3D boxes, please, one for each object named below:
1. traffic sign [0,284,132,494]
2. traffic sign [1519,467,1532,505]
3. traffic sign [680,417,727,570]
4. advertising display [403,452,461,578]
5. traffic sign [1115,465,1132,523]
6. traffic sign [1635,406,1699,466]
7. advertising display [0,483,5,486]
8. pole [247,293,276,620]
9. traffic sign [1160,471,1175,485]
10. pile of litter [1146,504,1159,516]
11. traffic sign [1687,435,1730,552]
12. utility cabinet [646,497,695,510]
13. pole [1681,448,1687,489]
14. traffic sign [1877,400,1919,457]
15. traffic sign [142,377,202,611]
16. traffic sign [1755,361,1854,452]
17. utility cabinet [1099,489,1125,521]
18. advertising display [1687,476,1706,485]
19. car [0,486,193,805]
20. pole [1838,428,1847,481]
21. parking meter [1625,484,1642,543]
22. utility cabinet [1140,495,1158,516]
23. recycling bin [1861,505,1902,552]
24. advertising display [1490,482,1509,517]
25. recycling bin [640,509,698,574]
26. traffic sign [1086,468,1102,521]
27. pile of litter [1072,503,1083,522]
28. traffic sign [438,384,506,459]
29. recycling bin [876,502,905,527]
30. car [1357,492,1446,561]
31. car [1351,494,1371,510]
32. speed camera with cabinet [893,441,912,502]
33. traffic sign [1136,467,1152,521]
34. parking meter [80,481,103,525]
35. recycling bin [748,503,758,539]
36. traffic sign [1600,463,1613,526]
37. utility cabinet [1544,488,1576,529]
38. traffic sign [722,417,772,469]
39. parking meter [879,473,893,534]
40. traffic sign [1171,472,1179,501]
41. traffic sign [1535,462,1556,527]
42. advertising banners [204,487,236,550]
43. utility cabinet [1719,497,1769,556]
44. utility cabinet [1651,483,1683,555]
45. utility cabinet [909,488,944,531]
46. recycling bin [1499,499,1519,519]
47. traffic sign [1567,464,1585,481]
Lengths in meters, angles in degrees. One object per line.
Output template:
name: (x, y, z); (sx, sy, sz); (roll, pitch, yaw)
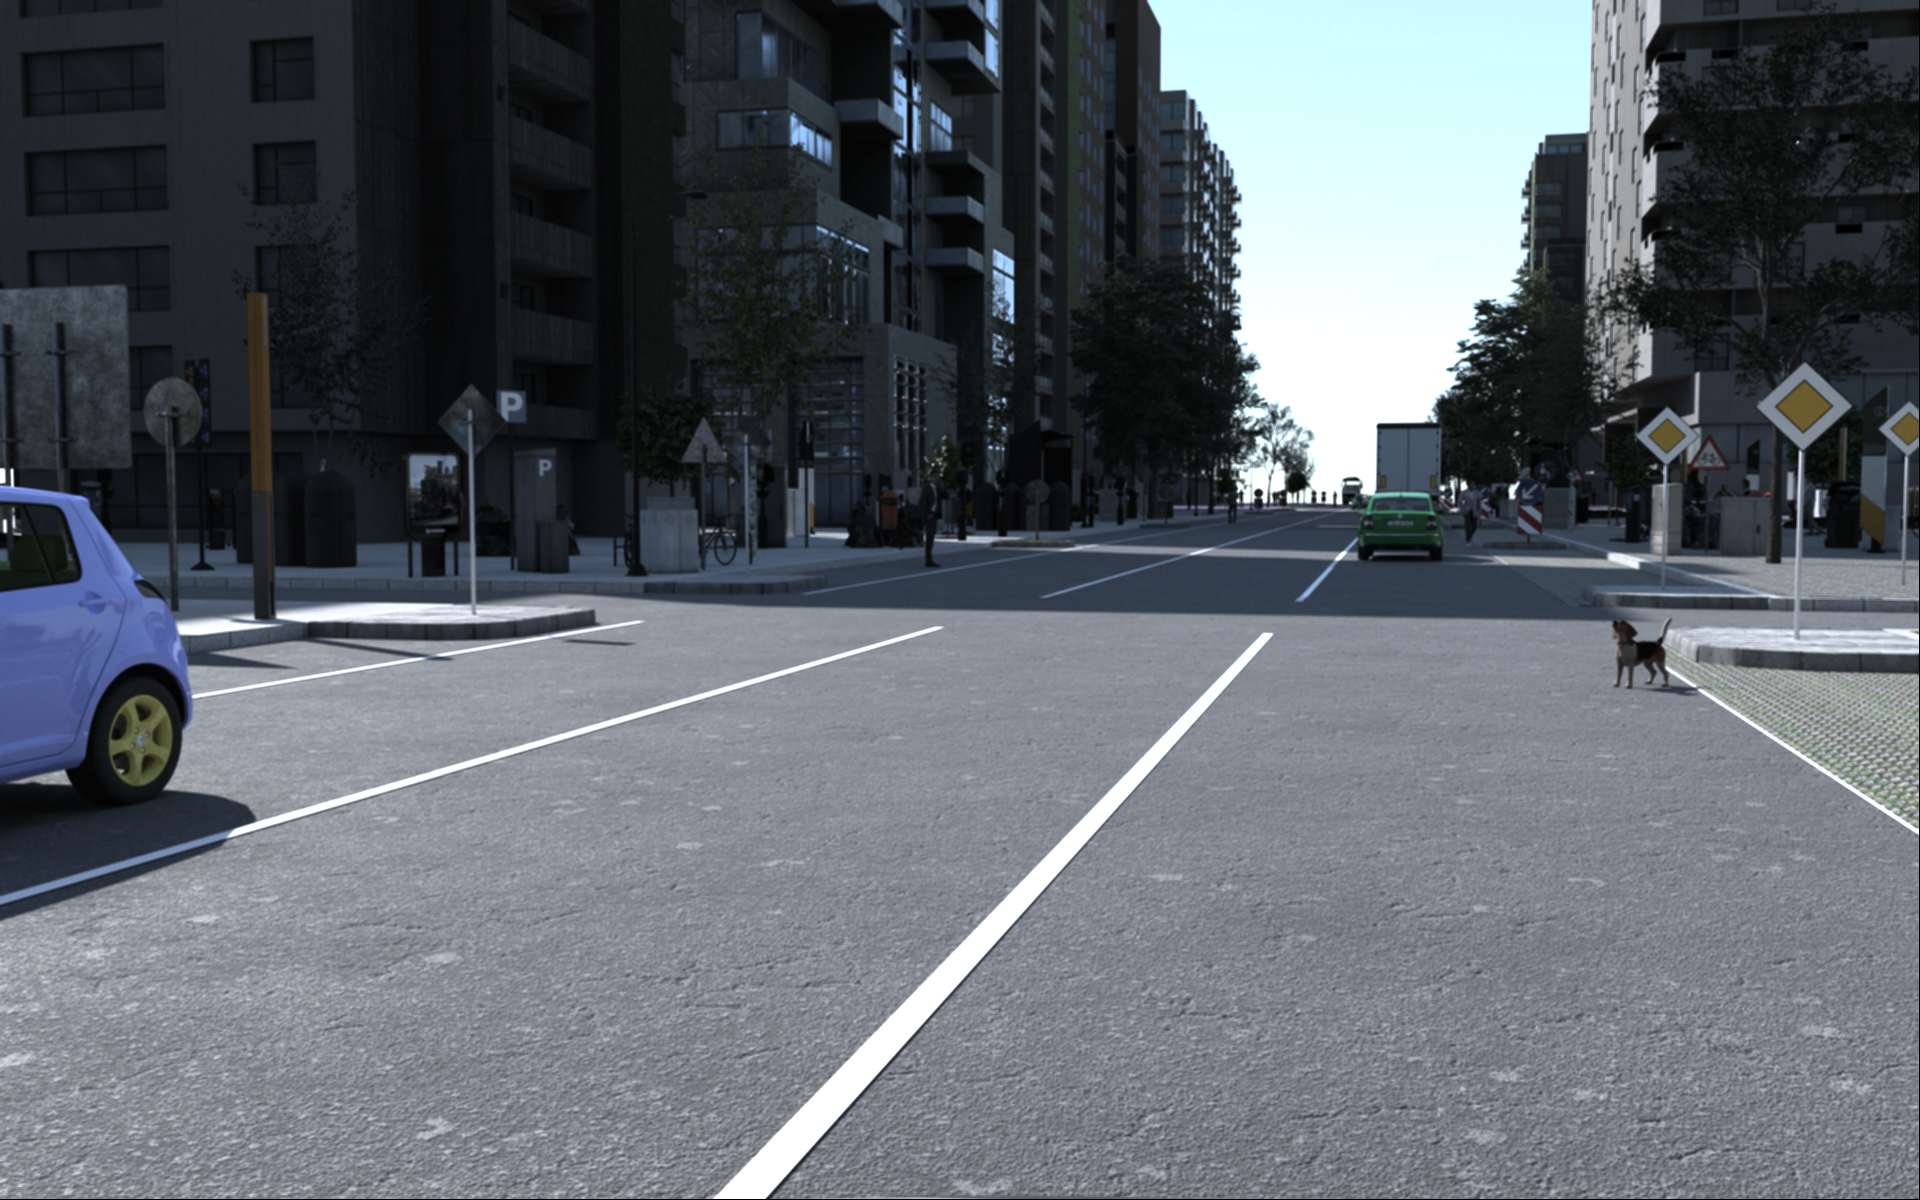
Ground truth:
traffic sign: (-9.172, -1.424, 17.153); (2.265, 3.308, 0.079); (1, 4, 16)
traffic sign: (26.501, -4.939, 80.861); (0.768, 2.556, 0.104); (1, 4, 21)
traffic sign: (-4.333, -1.787, 29.214); (0.884, 2.594, 0.081); (1, 4, 20)
advertising display: (-8.188, -1.326, 26.886); (0.123, 1.923, 0.974); (3, 4, 36)
traffic sign: (7.265, -4.702, 76.983); (0.768, 2.556, 0.104); (1, 4, 19)
traffic sign: (9.367, -1.269, 22.946); (0.795, 2.593, 0.064); (1, 4, 14)
advertising display: (-55.376, -5.801, 100.059); (0.974, 1.923, 0.123); (-1, 4, -13)
pole: (-7.130, -1.458, 17.677); (0.158, 3.312, 0.155); (0, 3, 0)
traffic sign: (11.622, -5.936, 97.055); (0.884, 2.594, 0.081); (1, 4, 18)
pile of litter: (10.757, -4.958, 95.026); (1.176, 0.858, 1.719); (2, 4, 27)
traffic sign: (16.393, -2.322, 37.976); (0.884, 2.594, 0.081); (1, 4, 14)
utility cabinet: (-6.291, -1.622, 37.684); (1.020, 1.237, 0.306); (0, 4, -4)
pole: (25.047, -4.043, 59.942); (0.158, 3.312, 0.155); (0, 3, 0)
traffic sign: (13.357, -1.509, 24.400); (0.795, 2.593, 0.064); (1, 4, 14)
traffic sign: (-8.609, -1.150, 18.915); (0.768, 2.556, 0.104); (1, 4, 16)
traffic sign: (7.404, -0.796, 15.205); (0.795, 2.593, 0.064); (1, 4, 14)
utility cabinet: (7.014, -4.362, 79.999); (1.173, 1.500, 0.318); (1, 4, 20)
advertising display: (26.313, -3.484, 62.175); (0.974, 1.923, 0.123); (3, 5, 39)
car: (-4.882, 0.162, 6.936); (1.945, 1.707, 3.694); (1, 4, 13)
pole: (27.092, -3.631, 53.218); (0.158, 3.312, 0.155); (0, 3, 0)
parking meter: (17.751, -2.278, 45.650); (0.372, 1.533, 0.369); (0, 3, 0)
utility cabinet: (10.951, -5.449, 100.245); (1.020, 1.237, 0.306); (-1, 4, -15)
recycling bin: (20.695, -1.611, 38.894); (0.722, 1.027, 0.722); (2, 4, 33)
advertising display: (29.799, -5.535, 95.710); (0.974, 1.923, 0.123); (2, 4, 26)
recycling bin: (-4.747, -0.960, 28.257); (0.722, 1.027, 0.722); (-3, 4, -39)
traffic sign: (6.439, -5.098, 83.464); (0.768, 2.556, 0.104); (1, 4, 17)
pile of litter: (5.045, -4.028, 79.825); (1.719, 0.858, 1.176); (-2, 4, -32)
traffic sign: (-5.188, -0.992, 18.407); (0.795, 2.593, 0.064); (1, 4, 14)
recycling bin: (-2.346, -2.810, 58.498); (0.722, 1.027, 0.722); (-3, 4, -37)
car: (9.859, -1.829, 38.705); (1.959, 1.807, 4.718); (1, 4, 15)
car: (37.056, -9.028, 159.410); (2.131, 1.459, 4.920); (1, 4, 15)
speed camera with cabinet: (-2.301, -4.275, 64.238); (0.660, 3.252, 2.038); (1, 4, 13)
traffic sign: (8.603, -4.944, 80.937); (0.768, 2.556, 0.104); (1, 4, 14)
parking meter: (-16.544, -1.504, 33.007); (0.372, 1.533, 0.369); (0, 3, 0)
recycling bin: (-5.650, -2.287, 49.943); (0.722, 1.027, 0.722); (-2, 4, -28)
traffic sign: (26.275, -4.276, 70.022); (0.768, 2.556, 0.104); (1, 4, 15)
utility cabinet: (22.068, -3.369, 63.762); (0.318, 1.500, 1.173); (-2, 4, -33)
traffic sign: (-3.226, -1.465, 26.148); (0.795, 2.593, 0.064); (1, 4, 14)
parking meter: (-2.085, -2.626, 48.645); (0.399, 1.863, 0.255); (0, 4, -1)
traffic sign: (12.094, -6.032, 98.727); (0.768, 2.556, 0.104); (1, 4, 16)
traffic sign: (22.808, -4.126, 67.570); (0.768, 2.556, 0.104); (1, 4, 15)
advertising banners: (-16.865, -2.710, 40.499); (0.090, 3.025, 2.074); (1, 4, 20)
utility cabinet: (16.495, -1.536, 36.282); (1.020, 1.237, 0.306); (1, 4, 15)
utility cabinet: (14.888, -1.703, 36.523); (0.318, 1.500, 1.173); (0, 4, 6)
utility cabinet: (-1.138, -3.108, 59.494); (1.173, 1.500, 0.318); (-1, 4, -17)
recycling bin: (28.252, -4.680, 89.075); (0.722, 1.027, 0.722); (-1, 4, -21)
traffic sign: (25.687, -4.437, 72.554); (0.884, 2.594, 0.081); (1, 4, 21)
